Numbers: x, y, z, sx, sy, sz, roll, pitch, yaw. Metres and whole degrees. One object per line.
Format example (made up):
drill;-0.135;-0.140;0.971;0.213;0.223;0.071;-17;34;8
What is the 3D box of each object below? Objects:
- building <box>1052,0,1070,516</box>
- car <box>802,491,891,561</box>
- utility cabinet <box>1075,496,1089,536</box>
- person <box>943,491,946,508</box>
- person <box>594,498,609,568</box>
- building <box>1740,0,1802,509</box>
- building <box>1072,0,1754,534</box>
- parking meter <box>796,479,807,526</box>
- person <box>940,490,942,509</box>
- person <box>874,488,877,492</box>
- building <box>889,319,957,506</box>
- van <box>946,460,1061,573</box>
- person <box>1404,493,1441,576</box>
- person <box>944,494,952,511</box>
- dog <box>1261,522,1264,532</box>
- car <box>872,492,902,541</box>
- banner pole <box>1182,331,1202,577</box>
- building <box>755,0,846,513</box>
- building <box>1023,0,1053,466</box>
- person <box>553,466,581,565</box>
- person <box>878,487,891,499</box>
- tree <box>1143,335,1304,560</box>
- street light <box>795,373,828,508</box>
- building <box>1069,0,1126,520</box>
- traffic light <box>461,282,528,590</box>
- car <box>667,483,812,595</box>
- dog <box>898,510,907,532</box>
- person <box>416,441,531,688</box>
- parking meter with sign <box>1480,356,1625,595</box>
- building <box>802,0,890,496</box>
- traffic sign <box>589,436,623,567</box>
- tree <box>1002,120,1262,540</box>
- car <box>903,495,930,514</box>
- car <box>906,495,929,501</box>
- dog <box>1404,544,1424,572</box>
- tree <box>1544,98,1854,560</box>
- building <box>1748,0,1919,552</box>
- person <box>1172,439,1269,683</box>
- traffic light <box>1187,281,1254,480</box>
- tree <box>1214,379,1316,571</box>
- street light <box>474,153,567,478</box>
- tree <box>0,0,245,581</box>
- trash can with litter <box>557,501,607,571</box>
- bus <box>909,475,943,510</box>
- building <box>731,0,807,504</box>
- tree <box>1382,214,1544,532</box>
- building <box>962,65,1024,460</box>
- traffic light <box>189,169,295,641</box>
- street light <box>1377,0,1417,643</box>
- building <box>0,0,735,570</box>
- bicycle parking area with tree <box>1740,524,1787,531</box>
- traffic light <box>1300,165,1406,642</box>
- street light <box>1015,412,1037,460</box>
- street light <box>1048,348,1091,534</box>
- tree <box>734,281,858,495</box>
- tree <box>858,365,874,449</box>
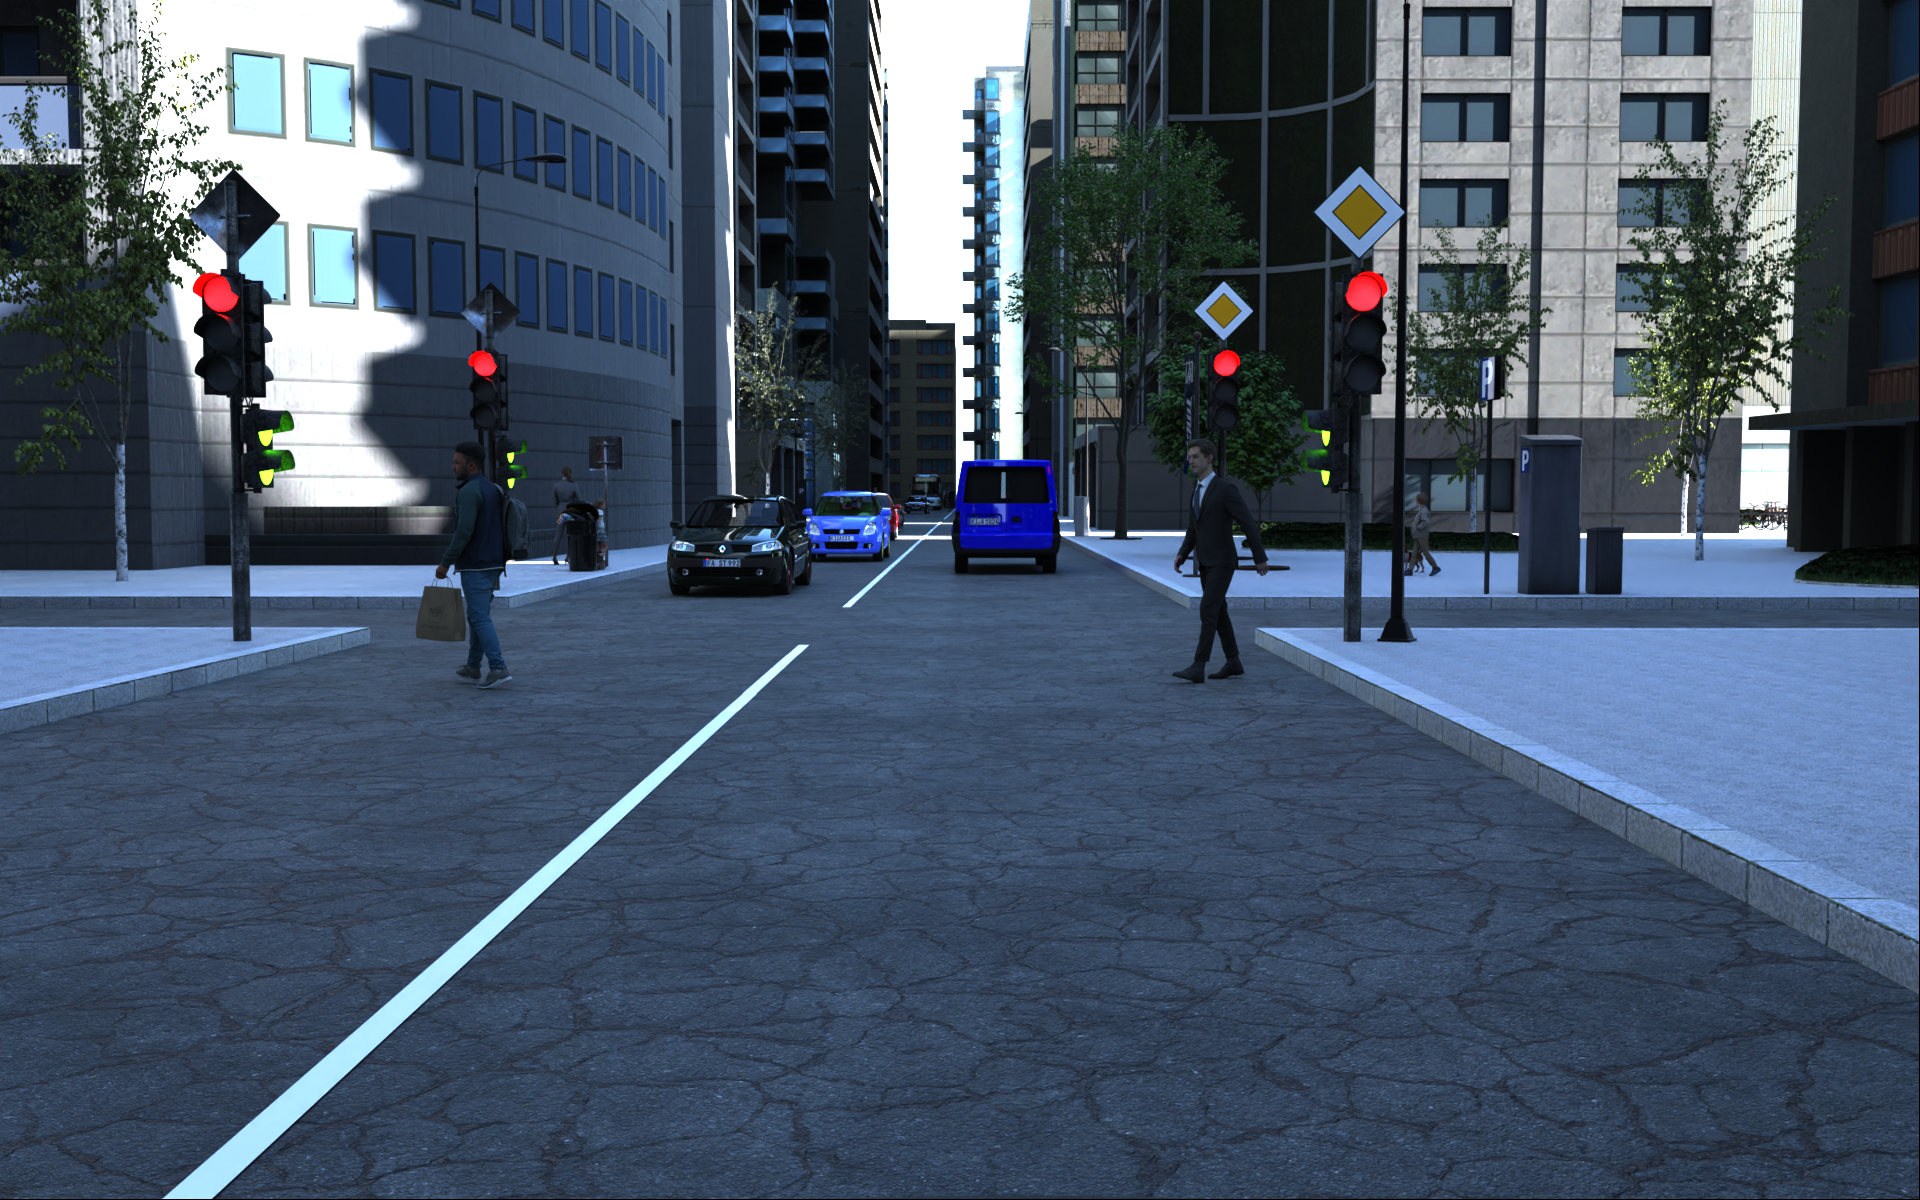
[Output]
building;16.485;-34.823;111.361;21.231;58.520;28.212;0;4;0
car;-2.450;-1.739;38.025;1.945;1.707;3.694;0;4;1
utility cabinet;3.730;-2.549;52.842;0.306;1.237;1.020;1;4;13
person;-1.445;-10.012;172.932;0.721;1.736;1.217;-1;4;-16
person;-6.305;-1.154;29.927;0.382;1.210;0.505;-3;5;-44
building;65.759;-34.768;157.691;27.495;52.752;28.713;0;4;0
building;15.162;-38.292;64.330;20.563;71.187;20.611;0;4;0
parking meter;-6.009;-3.660;65.550;0.399;1.863;0.255;0;4;-3
person;-1.904;-9.695;166.945;0.705;1.831;1.348;0;4;-1
person;-5.889;-7.095;122.780;0.721;1.736;1.217;0;4;-6
building;-14.961;-21.498;196.526;28.899;21.520;27.650;0;4;0
van;0.836;-1.756;33.088;2.240;2.365;5.245;0;4;0
person;7.217;-1.024;27.061;0.640;1.303;0.475;0;4;-6
person;-0.973;-8.091;143.982;0.628;1.438;0.799;2;4;29
dog;8.155;-1.900;47.892;0.406;0.507;0.540;1;4;21
car;-2.895;-2.795;54.732;2.155;1.783;4.494;0;4;0
banner pole;3.614;-2.261;26.988;0.401;3.779;0.863;-1;4;-10
building;-18.334;-48.884;111.921;22.319;86.520;31.000;0;4;0
building;16.848;-32.878;161.250;21.300;48.544;21.600;0;4;0
person;-7.093;-1.524;31.228;0.520;1.790;0.573;-1;4;-12
person;-6.034;-7.845;134.407;1.348;1.812;0.705;0;4;-5
tree;5.101;-3.077;34.021;4.285;4.588;4.351;0;3;0
street light;-5.788;-5.762;66.756;1.470;5.913;1.316;0;4;0
building;12.660;-19.523;90.903;14.160;30.474;14.107;0;4;0
traffic light;-6.206;-2.085;23.017;0.839;4.253;0.868;0;4;0
car;-3.238;-0.986;25.911;2.009;1.686;4.222;0;4;1
dog;-2.326;-2.968;65.363;0.513;0.831;0.800;-1;4;-17
person;-3.607;-0.264;12.801;0.713;1.824;0.794;2;4;28
parking meter with sign;7.584;-1.585;22.177;1.738;3.016;0.543;0;4;-2
building;-17.644;-32.908;161.743;21.600;48.544;21.300;0;4;0
traffic sign;-6.244;-1.739;30.560;0.606;2.300;0.079;0;4;4
tree;4.637;-7.504;48.440;9.928;11.665;9.643;0;3;0
car;-3.135;-6.981;126.719;1.945;1.354;3.894;0;4;2
car;-3.614;-8.278;147.920;1.945;1.354;3.894;0;4;-1
dog;7.388;-0.703;28.318;0.406;0.507;0.540;1;4;21
tree;14.552;-5.077;33.367;4.737;8.622;4.395;0;3;0
building;31.989;-23.186;33.714;28.867;44.769;22.147;0;4;0
person;1.892;-0.304;13.256;0.755;1.850;0.659;-2;4;-26
traffic light;3.455;-2.082;22.965;0.839;4.253;0.868;0;4;0
tree;5.222;-2.125;29.341;1.663;3.219;1.824;0;3;0
street light;-6.060;-3.134;23.779;1.470;5.913;1.316;0;4;0
tree;-12.598;-4.585;25.333;4.737;8.622;4.395;0;3;0
trash can with litter;-6.306;-1.079;29.027;0.624;1.170;1.055;0;4;4
bus;-3.040;-9.954;157.611;2.948;3.499;13.247;0;4;-1
building;-17.342;-38.845;73.362;20.563;71.187;20.611;0;4;0
tree;13.136;-5.787;44.974;4.737;8.622;4.395;0;3;0
building;15.481;-35.108;193.631;30.456;49.044;23.786;0;4;0
traffic light;-6.262;-1.597;15.032;0.839;4.253;0.868;0;4;0
street light;3.278;-2.595;14.968;1.470;5.913;1.316;0;4;0
building;-17.990;-30.544;41.401;21.231;58.520;28.212;0;4;0
bicycle parking area with tree;31.703;-4.567;61.678;8.231;4.147;9.016;-3;5;-40
traffic light;3.399;-1.594;14.981;0.839;4.253;0.868;0;4;0
street light;3.811;-7.680;98.111;1.470;5.913;1.316;0;4;0
street light;3.488;-5.052;55.135;1.470;5.913;1.316;0;4;0
tree;-6.656;-6.772;61.089;4.360;8.622;3.978;0;3;0
tree;-6.596;-8.737;93.216;4.360;8.622;3.978;0;3;0
